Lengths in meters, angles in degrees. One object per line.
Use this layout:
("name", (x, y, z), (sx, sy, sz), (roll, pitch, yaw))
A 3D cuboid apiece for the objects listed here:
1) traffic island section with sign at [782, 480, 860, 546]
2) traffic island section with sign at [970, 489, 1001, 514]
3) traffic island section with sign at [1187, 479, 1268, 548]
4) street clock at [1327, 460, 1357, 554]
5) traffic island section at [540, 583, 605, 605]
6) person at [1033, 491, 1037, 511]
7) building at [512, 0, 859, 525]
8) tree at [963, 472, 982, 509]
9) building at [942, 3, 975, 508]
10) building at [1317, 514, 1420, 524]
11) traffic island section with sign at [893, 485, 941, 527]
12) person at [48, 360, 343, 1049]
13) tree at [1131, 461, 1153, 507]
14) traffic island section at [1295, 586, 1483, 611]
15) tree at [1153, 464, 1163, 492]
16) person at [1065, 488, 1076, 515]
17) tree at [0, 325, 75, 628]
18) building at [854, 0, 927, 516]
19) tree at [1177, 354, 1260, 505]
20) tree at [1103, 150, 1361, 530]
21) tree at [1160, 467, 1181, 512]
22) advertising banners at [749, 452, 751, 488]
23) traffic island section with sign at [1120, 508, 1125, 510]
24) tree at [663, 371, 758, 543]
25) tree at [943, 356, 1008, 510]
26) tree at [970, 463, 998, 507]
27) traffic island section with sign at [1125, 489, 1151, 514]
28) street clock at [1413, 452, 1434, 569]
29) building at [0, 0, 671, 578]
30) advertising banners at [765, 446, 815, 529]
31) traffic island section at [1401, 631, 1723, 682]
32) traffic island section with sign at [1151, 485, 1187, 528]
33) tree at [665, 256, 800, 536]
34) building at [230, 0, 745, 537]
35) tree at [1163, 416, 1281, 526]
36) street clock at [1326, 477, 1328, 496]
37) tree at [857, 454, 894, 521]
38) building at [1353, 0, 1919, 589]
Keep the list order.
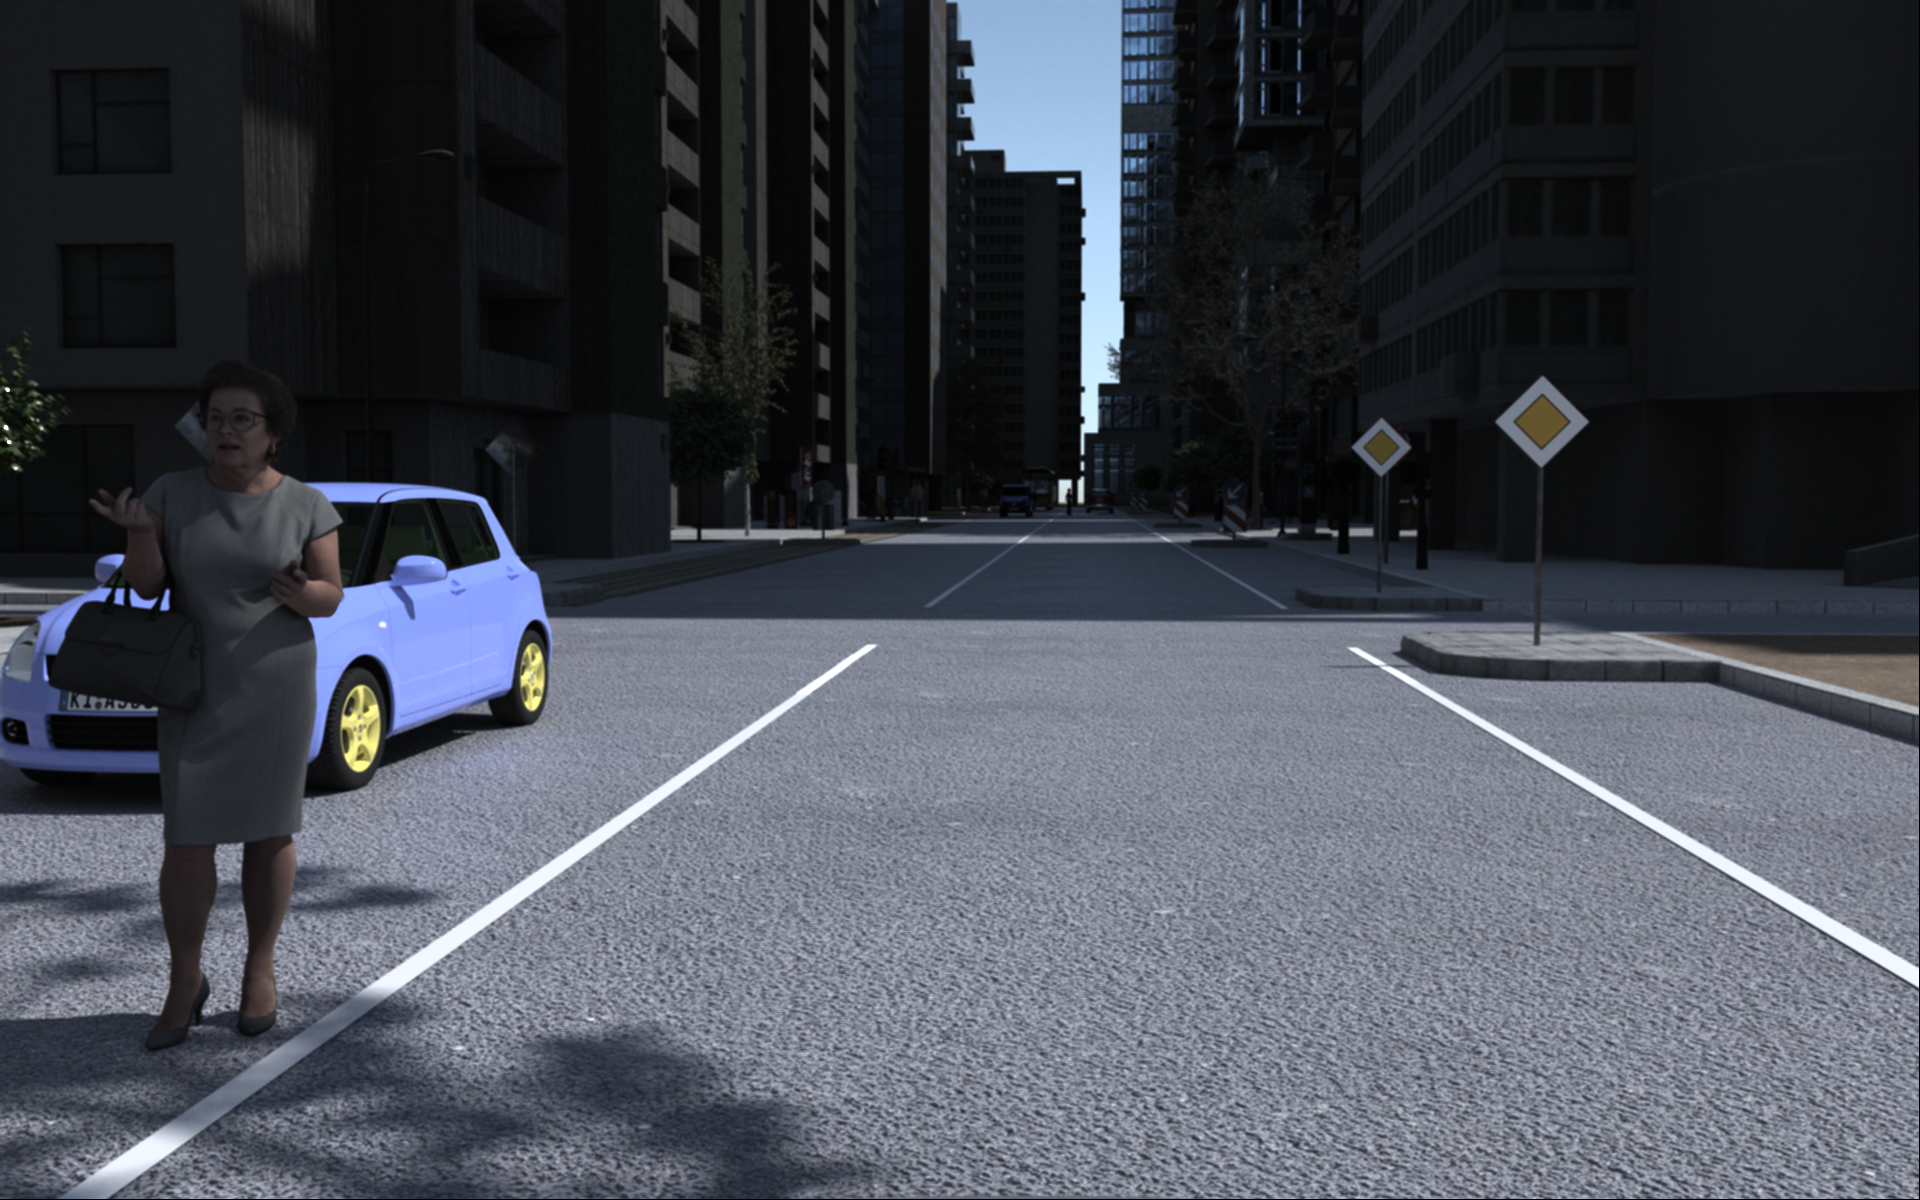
("traffic island section with sign", (-3.854, -2.452, 48.717), (1.989, 1.847, 2.006), (0, 4, 4))
("traffic island section with sign", (1.798, -7.116, 124.969), (1.989, 1.847, 2.006), (0, 4, 4))
("traffic island section with sign", (7.344, -2.371, 47.390), (1.989, 1.847, 2.006), (0, 4, 4))
("street clock", (8.251, -1.997, 37.215), (0.471, 2.002, 0.358), (3, 4, 38))
("traffic island section", (-6.059, -0.075, 23.511), (2.009, 0.180, 2.903), (0, 4, 4))
("person", (6.425, -8.403, 146.709), (0.721, 1.723, 1.217), (0, 4, 7))
("building", (-13.028, -19.291, 87.116), (14.160, 30.474, 14.107), (0, 4, 4))
("tree", (0.931, -9.435, 148.860), (1.663, 3.219, 1.824), (0, 3, 0))
("building", (-14.146, -33.165, 161.849), (30.456, 49.044, 23.786), (0, 4, 4))
("building", (27.717, -26.094, 81.263), (22.147, 44.769, 28.867), (0, 4, 4))
("traffic island section with sign", (-1.848, -4.110, 75.821), (1.989, 1.847, 2.006), (0, 4, 4))
("person", (-1.983, 0.266, 4.513), (0.716, 1.782, 0.532), (-1, 4, -17))
("tree", (18.588, -11.455, 171.006), (4.285, 4.588, 4.351), (0, 3, 0))
("traffic island section", (5.500, -0.023, 22.652), (2.009, 0.180, 2.903), (0, 4, 4))
("tree", (12.955, -6.759, 94.230), (4.285, 4.588, 4.351), (0, 3, 0))
("person", (7.502, -6.732, 118.502), (0.705, 1.831, 1.348), (-2, 4, -24))
("tree", (-9.698, -1.362, 16.872), (1.663, 3.219, 1.824), (0, 3, 0))
("building", (-18.815, -25.652, 111.293), (32.217, 40.220, 23.993), (0, 4, 4))
("tree", (13.093, -8.315, 86.316), (4.360, 8.622, 3.978), (0, 3, 0))
("tree", (10.584, -9.247, 61.557), (12.009, 13.543, 11.850), (0, 3, 0))
("tree", (15.050, -7.850, 122.949), (1.663, 3.219, 1.824), (0, 3, 0))
("advertising banners", (-8.968, -4.635, 71.967), (0.090, 3.025, 2.074), (1, 4, 10))
("traffic island section with sign", (15.138, -8.798, 152.467), (1.989, 1.847, 2.006), (0, 4, 4))
("tree", (-7.074, -3.828, 46.300), (4.285, 4.588, 4.351), (0, 3, 0))
("tree", (0.289, -13.736, 142.711), (7.486, 12.596, 7.792), (0, 3, 0))
("tree", (2.281, -11.763, 176.042), (4.285, 4.588, 4.351), (0, 3, 0))
("traffic island section with sign", (13.099, -7.127, 125.154), (1.989, 1.847, 2.006), (0, 4, 4))
("street clock", (7.887, -1.525, 29.510), (0.358, 2.002, 0.471), (1, 4, 15))
("building", (-14.002, -15.899, 31.654), (14.160, 30.474, 14.107), (0, 4, 4))
("advertising banners", (-6.277, -4.146, 63.973), (2.074, 3.025, 0.090), (1, 4, 23))
("traffic island section", (4.910, 0.464, 14.689), (2.009, 0.180, 2.903), (0, 4, 4))
("traffic island section with sign", (9.365, -4.037, 74.637), (1.989, 1.847, 2.006), (0, 4, 4))
("tree", (-6.704, -6.259, 52.704), (4.737, 8.622, 4.395), (0, 3, 0))
("building", (-16.033, -17.805, 62.812), (14.160, 30.474, 14.107), (0, 4, 4))
("tree", (11.505, -5.343, 71.078), (4.285, 4.588, 4.351), (0, 3, 0))
("street clock", (15.190, -4.062, 70.990), (0.358, 2.002, 0.471), (0, 4, -7))
("tree", (-4.227, -5.419, 83.199), (1.663, 3.219, 1.824), (0, 3, 0))
("building", (21.814, -21.060, 36.211), (23.993, 40.220, 32.217), (0, 4, 4))
